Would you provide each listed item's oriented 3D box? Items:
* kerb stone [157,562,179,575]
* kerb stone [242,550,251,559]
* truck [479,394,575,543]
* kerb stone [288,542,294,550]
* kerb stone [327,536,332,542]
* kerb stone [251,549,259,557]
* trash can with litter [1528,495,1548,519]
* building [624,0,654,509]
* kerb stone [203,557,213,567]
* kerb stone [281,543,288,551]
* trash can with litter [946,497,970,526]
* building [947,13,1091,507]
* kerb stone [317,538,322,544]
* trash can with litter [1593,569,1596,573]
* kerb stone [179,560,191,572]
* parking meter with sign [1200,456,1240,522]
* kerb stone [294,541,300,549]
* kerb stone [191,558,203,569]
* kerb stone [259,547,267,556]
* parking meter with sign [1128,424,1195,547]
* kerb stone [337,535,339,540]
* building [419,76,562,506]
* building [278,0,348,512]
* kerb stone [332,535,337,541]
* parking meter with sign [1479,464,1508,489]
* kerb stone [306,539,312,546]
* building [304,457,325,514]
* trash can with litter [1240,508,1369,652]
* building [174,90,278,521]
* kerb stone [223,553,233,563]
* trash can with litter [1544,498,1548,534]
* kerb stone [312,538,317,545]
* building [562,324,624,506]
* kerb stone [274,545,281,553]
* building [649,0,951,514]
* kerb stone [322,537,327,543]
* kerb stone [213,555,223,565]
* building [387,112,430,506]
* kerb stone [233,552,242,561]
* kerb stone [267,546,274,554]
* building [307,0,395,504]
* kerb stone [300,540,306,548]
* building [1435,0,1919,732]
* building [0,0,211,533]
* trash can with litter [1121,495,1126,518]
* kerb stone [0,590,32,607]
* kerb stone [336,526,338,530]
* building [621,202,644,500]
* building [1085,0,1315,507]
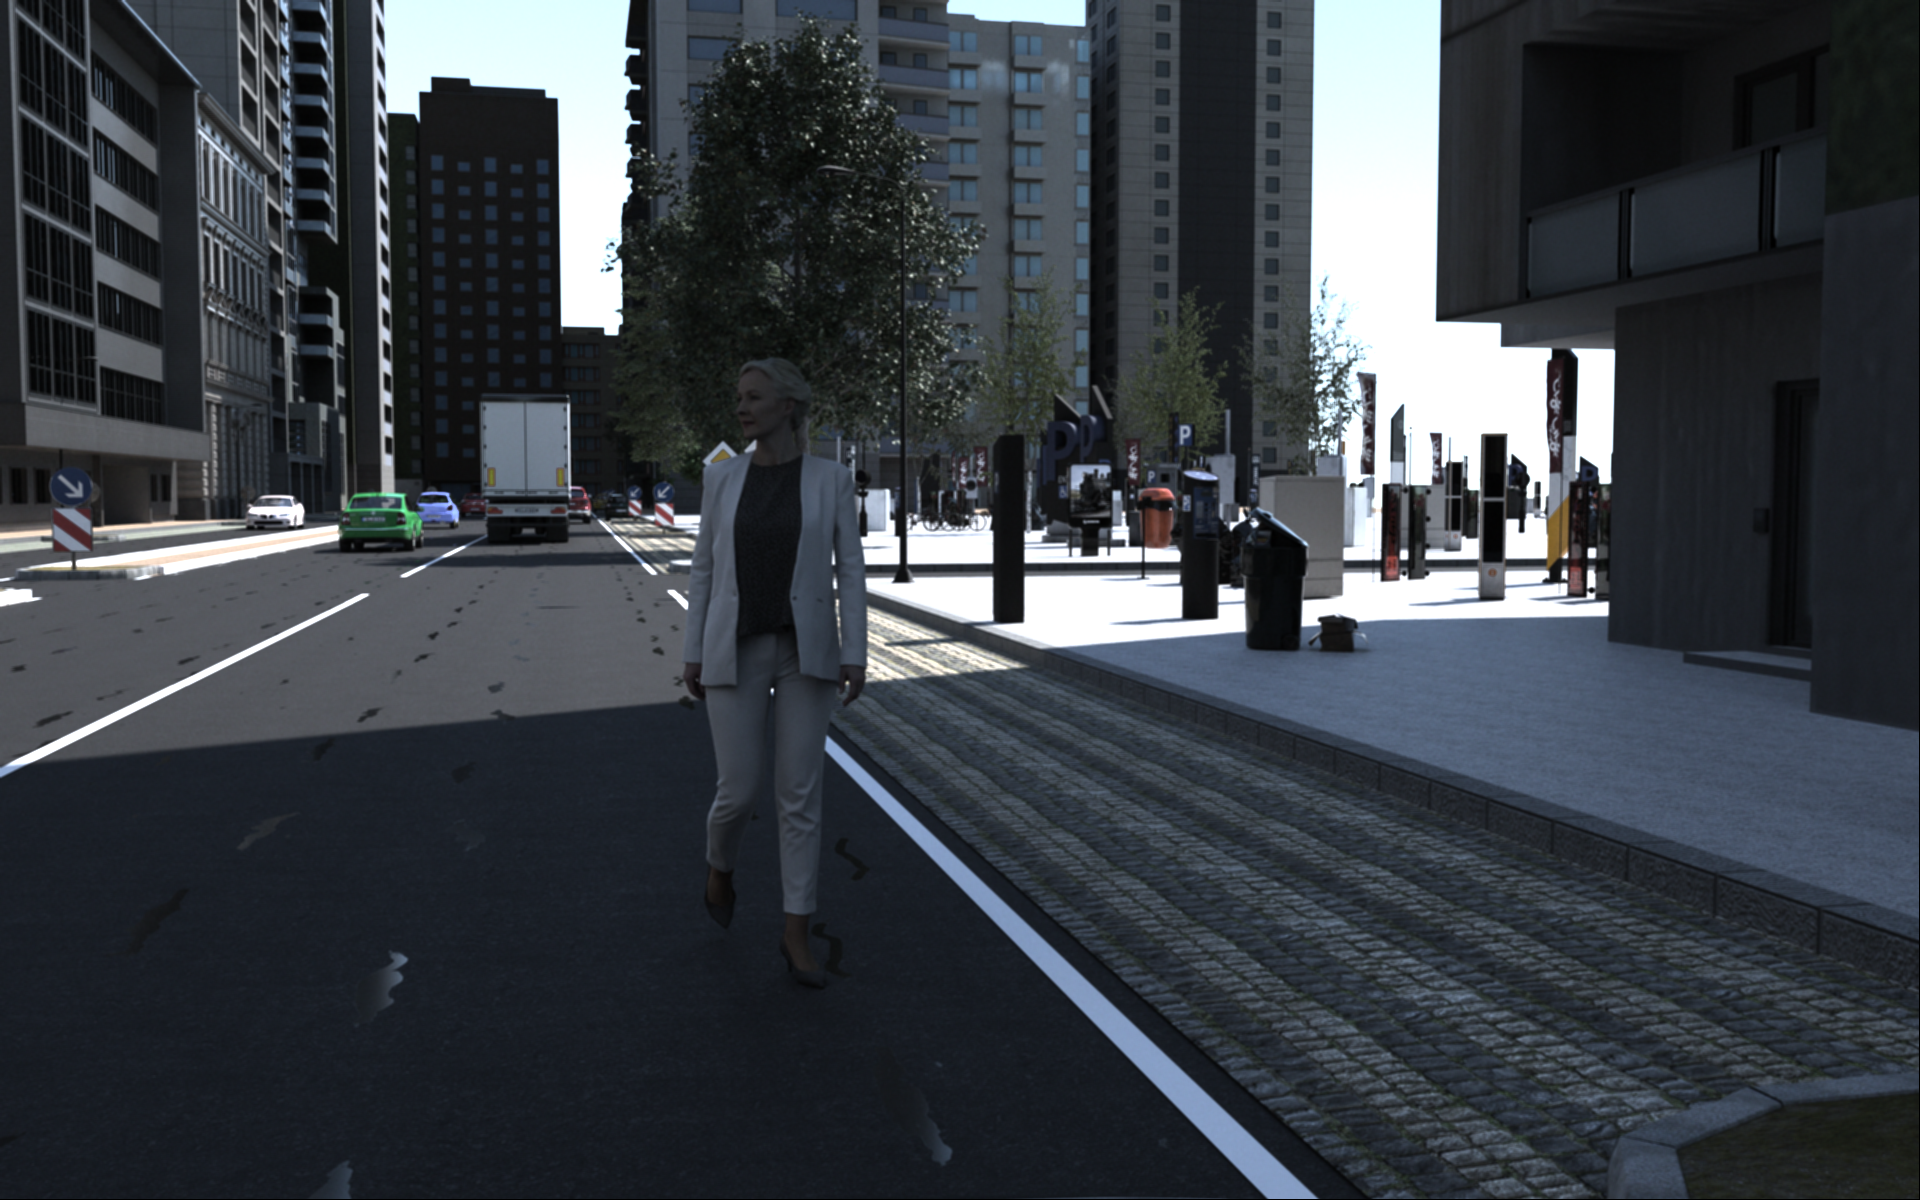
[{"bbox_3d":[-14.329,-0.557,31.297,0.120,0.150,1.000,-1,4,-13],"label":"kerb stone"},{"bbox_3d":[-15.904,-0.983,38.313,0.120,0.150,1.000,-1,4,-13],"label":"kerb stone"},{"bbox_3d":[-13.488,-3.996,54.246,2.839,4.237,11.283,-1,4,-13],"label":"truck"},{"bbox_3d":[-17.253,-1.353,44.320,0.120,0.150,1.000,-1,4,-13],"label":"kerb stone"},{"bbox_3d":[-18.826,-1.776,51.356,0.120,0.150,1.000,-1,4,-13],"label":"kerb stone"},{"bbox_3d":[-16.122,-1.047,39.311,0.120,0.150,1.000,-1,4,-13],"label":"kerb stone"},{"bbox_3d":[30.846,-4.894,91.070,1.678,1.210,2.233,-2,4,-29],"label":"trash can with litter"},{"bbox_3d":[-18.149,-30.507,153.416,22.147,44.769,28.867,-1,4,-13],"label":"building"},{"bbox_3d":[-15.011,-0.736,34.303,0.120,0.150,1.000,-1,4,-13],"label":"kerb stone"},{"bbox_3d":[-17.020,-1.292,43.325,0.120,0.150,1.000,-1,4,-13],"label":"kerb stone"},{"bbox_3d":[-0.034,-3.608,70.374,1.055,1.170,0.624,2,4,31],"label":"trash can with litter"},{"bbox_3d":[-1.921,-34.009,175.655,30.456,49.044,23.786,-1,4,-13],"label":"building"},{"bbox_3d":[-18.371,-1.660,49.342,0.120,0.150,1.000,-1,4,-13],"label":"kerb stone"},{"bbox_3d":[10.276,-0.918,26.397,1.055,1.170,0.624,0,4,0],"label":"trash can with litter"},{"bbox_3d":[-14.559,-0.618,32.306,0.120,0.150,1.000,-1,4,-13],"label":"kerb stone"},{"bbox_3d":[11.840,-5.054,78.897,1.738,3.016,0.543,0,4,-6],"label":"parking meter with sign"},{"bbox_3d":[-17.479,-1.415,45.328,0.120,0.150,1.000,-1,4,-13],"label":"kerb stone"},{"bbox_3d":[-14.786,-0.680,33.306,0.120,0.150,1.000,-1,4,-13],"label":"kerb stone"},{"bbox_3d":[-16.351,-1.108,40.308,0.120,0.150,1.000,-1,4,-13],"label":"kerb stone"},{"bbox_3d":[4.949,-2.841,42.706,1.738,3.016,0.543,-2,4,-34],"label":"parking meter with sign"},{"bbox_3d":[-19.267,-1.905,53.355,0.120,0.150,1.000,-1,4,-13],"label":"kerb stone"},{"bbox_3d":[-51.119,-33.047,190.432,14.200,45.320,14.600,-1,4,-13],"label":"building"},{"bbox_3d":[-59.307,-50.128,132.265,22.319,86.520,31.000,-1,4,-13],"label":"building"},{"bbox_3d":[-19.051,-1.845,52.353,0.120,0.150,1.000,-1,4,-13],"label":"kerb stone"},{"bbox_3d":[24.919,-5.232,81.798,1.738,3.016,0.543,2,4,34],"label":"parking meter with sign"},{"bbox_3d":[-17.925,-1.538,47.335,0.120,0.150,1.000,-1,4,-13],"label":"kerb stone"},{"bbox_3d":[-51.819,-40.964,108.011,20.563,71.187,20.611,-1,4,-13],"label":"building"},{"bbox_3d":[2.845,-0.180,14.332,1.055,1.170,0.624,1,4,14],"label":"trash can with litter"},{"bbox_3d":[-42.856,-15.987,90.272,11.050,23.489,19.941,-1,4,-13],"label":"building"},{"bbox_3d":[-15.451,-0.862,36.300,0.120,0.150,1.000,-1,4,-13],"label":"kerb stone"},{"bbox_3d":[19.203,-2.683,55.250,1.055,1.170,0.624,2,4,33],"label":"trash can with litter"},{"bbox_3d":[-18.149,-1.599,48.341,0.120,0.150,1.000,-1,4,-13],"label":"kerb stone"},{"bbox_3d":[-31.759,-21.913,203.313,28.899,21.520,27.650,-1,4,-13],"label":"building"},{"bbox_3d":[-16.805,-1.229,42.325,0.120,0.150,1.000,-1,4,-13],"label":"kerb stone"},{"bbox_3d":[-11.756,-35.662,125.080,21.231,58.520,28.212,-1,4,-13],"label":"building"},{"bbox_3d":[-18.597,-1.722,50.348,0.120,0.150,1.000,-1,4,-13],"label":"kerb stone"},{"bbox_3d":[-15.237,-0.799,35.300,0.120,0.150,1.000,-1,4,-13],"label":"kerb stone"},{"bbox_3d":[-65.243,-30.843,187.872,14.086,41.232,14.154,-1,4,-13],"label":"building"},{"bbox_3d":[-15.688,-0.924,37.304,0.120,0.150,1.000,-1,4,-13],"label":"kerb stone"},{"bbox_3d":[-16.578,-1.170,41.322,0.120,0.150,1.000,-1,4,-13],"label":"kerb stone"},{"bbox_3d":[-68.434,-37.899,161.650,28.212,58.520,21.231,-1,4,-13],"label":"building"},{"bbox_3d":[-17.699,-1.476,46.326,0.120,0.150,1.000,-1,4,-13],"label":"kerb stone"},{"bbox_3d":[11.470,-20.092,12.093,14.154,41.232,14.086,-1,4,-13],"label":"building"},{"bbox_3d":[-38.984,-15.055,65.215,14.314,24.678,30.058,-1,4,-13],"label":"building"},{"bbox_3d":[9.270,-5.029,93.283,2.233,1.210,1.678,1,4,9],"label":"trash can with litter"},{"bbox_3d":[-12.423,-0.033,22.772,0.120,0.150,1.000,-1,4,-13],"label":"kerb stone"},{"bbox_3d":[-24.897,-2.857,68.911,0.120,0.150,1.000,-1,4,-13],"label":"kerb stone"},{"bbox_3d":[-26.944,-24.645,174.642,14.160,30.474,14.107,-1,4,-13],"label":"building"},{"bbox_3d":[23.428,-45.506,182.278,20.611,71.187,20.563,-1,4,-13],"label":"building"}]
